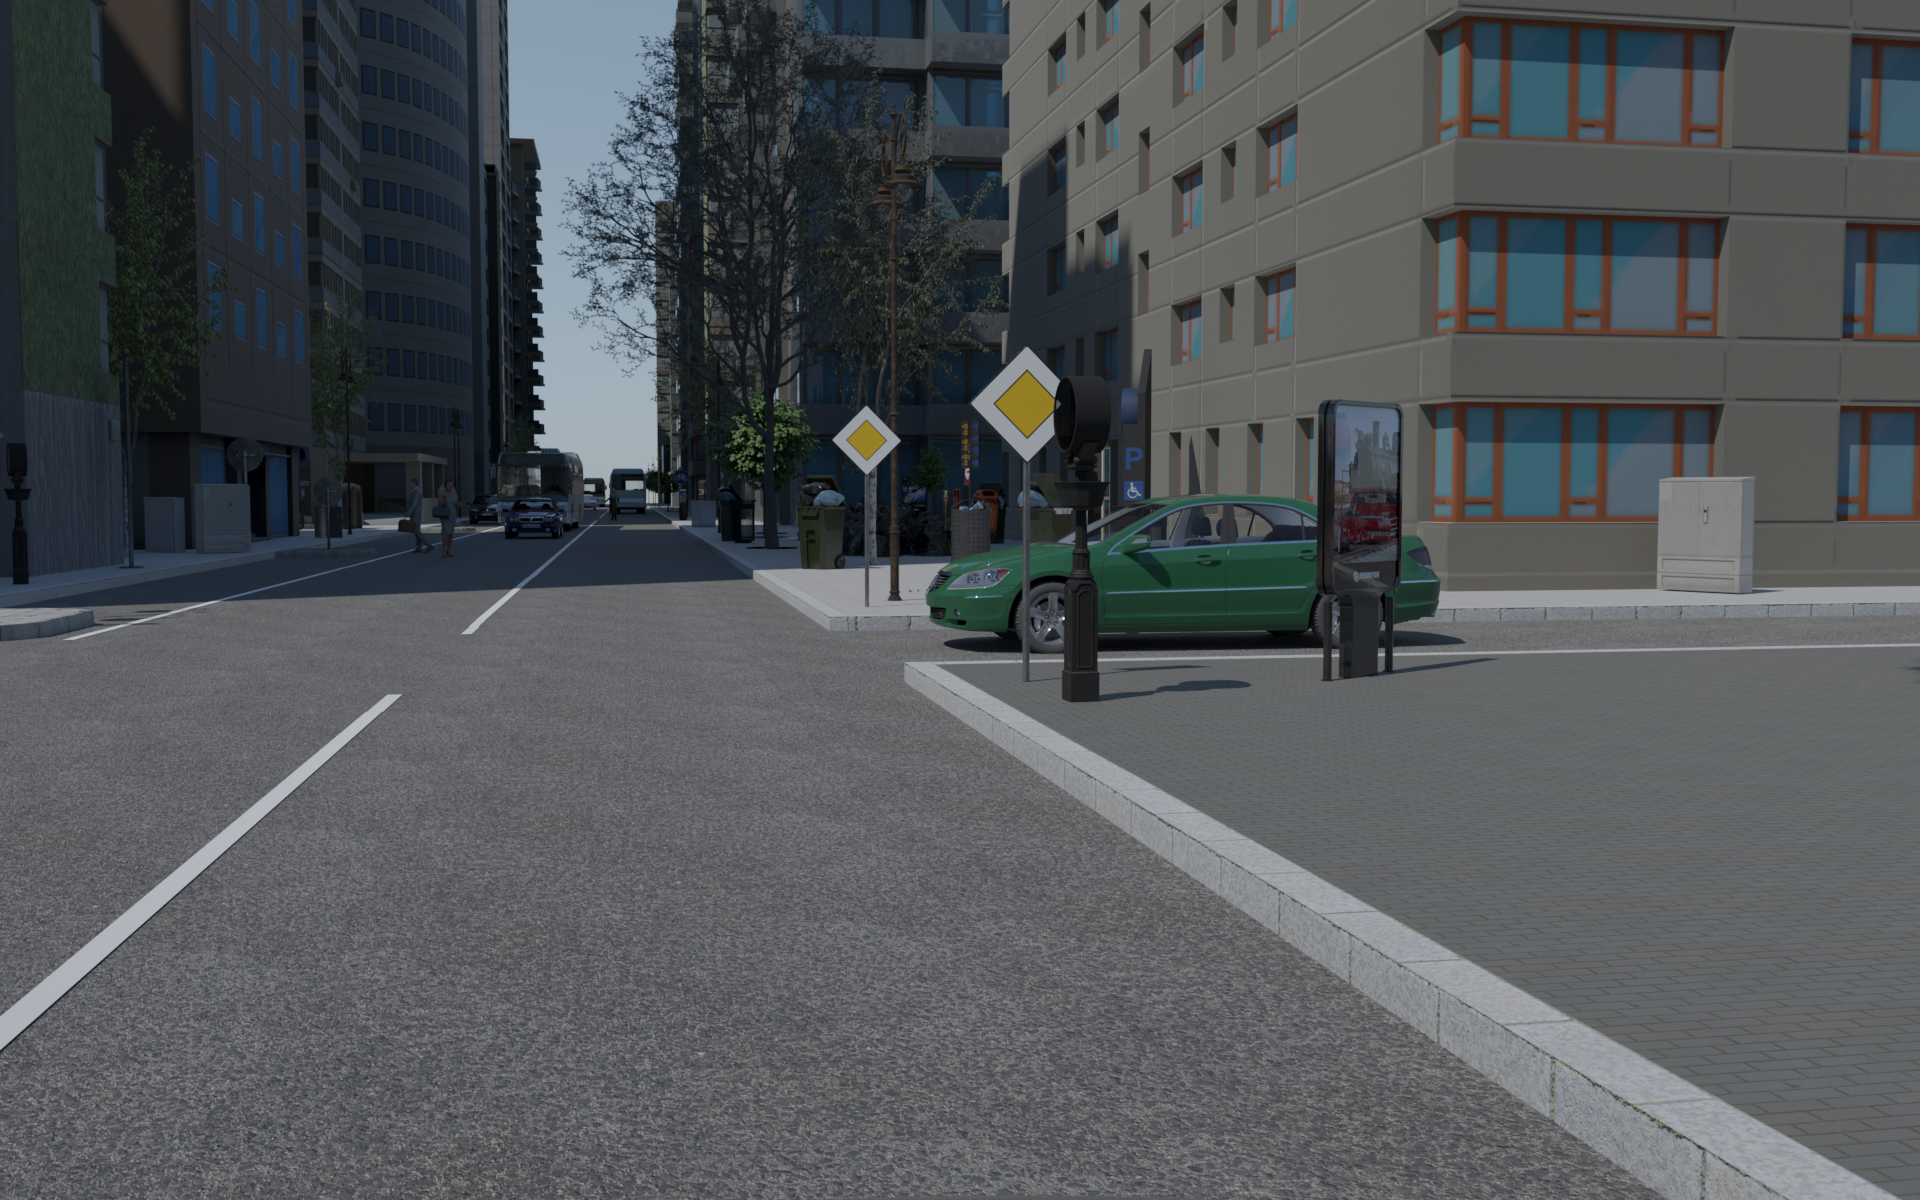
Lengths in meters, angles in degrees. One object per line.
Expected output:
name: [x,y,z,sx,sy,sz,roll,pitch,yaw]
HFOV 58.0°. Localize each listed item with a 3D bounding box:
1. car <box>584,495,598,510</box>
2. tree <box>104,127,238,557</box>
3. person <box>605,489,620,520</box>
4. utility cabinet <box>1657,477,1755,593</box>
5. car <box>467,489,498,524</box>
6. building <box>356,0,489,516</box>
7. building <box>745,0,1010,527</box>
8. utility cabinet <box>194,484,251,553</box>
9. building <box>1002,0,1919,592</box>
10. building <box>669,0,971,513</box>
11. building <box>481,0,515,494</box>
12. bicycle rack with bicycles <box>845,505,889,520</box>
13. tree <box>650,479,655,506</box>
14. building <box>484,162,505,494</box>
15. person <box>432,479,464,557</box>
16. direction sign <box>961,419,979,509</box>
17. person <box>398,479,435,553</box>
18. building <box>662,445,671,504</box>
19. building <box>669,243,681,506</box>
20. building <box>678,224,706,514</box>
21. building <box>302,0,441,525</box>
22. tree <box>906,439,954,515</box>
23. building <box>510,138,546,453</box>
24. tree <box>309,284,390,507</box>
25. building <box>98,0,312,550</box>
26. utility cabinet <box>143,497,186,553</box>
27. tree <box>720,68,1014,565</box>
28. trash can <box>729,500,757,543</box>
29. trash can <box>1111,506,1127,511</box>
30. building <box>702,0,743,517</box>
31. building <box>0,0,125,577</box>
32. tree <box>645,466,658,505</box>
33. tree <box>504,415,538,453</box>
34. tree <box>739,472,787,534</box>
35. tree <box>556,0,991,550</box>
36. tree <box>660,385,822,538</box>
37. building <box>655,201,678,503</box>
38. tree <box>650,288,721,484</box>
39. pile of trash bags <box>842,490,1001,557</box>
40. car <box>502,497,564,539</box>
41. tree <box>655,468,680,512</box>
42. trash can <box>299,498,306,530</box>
car: [-33.234,-8.646,153.716,2.083,1.381,4.827,-1,4,-12]
tree: [-17.049,-5.203,35.434,4.737,8.622,4.395,0,3,0]
person: [-19.090,-5.253,95.109,0.721,1.736,1.217,2,4,28]
utility cabinet: [9.702,-0.850,22.572,0.318,1.500,1.173,-2,4,-34]
car: [-22.665,-4.501,83.376,2.009,1.686,4.222,-1,4,-12]
building: [-40.110,-34.251,102.007,21.231,58.520,28.212,-1,4,-11]
building: [0.744,-28.177,80.300,23.786,49.044,30.456,-1,4,-11]
utility cabinet: [-15.984,-1.768,37.580,0.318,1.500,1.173,2,4,30]
building: [17.998,-11.825,38.386,28.899,21.520,27.650,-1,4,-11]
building: [-13.857,-32.673,153.810,23.786,49.044,30.456,-1,4,-11]
building: [-55.781,-45.485,181.926,20.563,71.187,20.611,-1,4,-11]
bicycle rack with bicycles: [-3.152,-2.659,56.862,2.925,0.926,2.852,3,5,43]
tree: [-33.305,-11.962,190.185,1.663,3.219,1.824,0,3,0]
building: [-45.807,-22.784,144.225,14.160,30.474,14.107,-1,4,-11]
person: [-11.656,-1.867,39.391,0.532,1.782,0.716,3,5,40]
direction sign: [0.314,-3.724,52.882,0.379,3.537,0.876,-3,4,-37]
person: [-13.297,-2.060,42.305,0.853,1.813,0.709,-1,4,-19]
building: [-26.973,-55.609,221.871,22.319,86.520,31.000,-1,4,-11]
building: [-26.491,-26.242,200.752,14.160,30.474,14.107,-1,4,-11]
building: [-6.014,-17.160,125.599,27.650,21.520,28.899,-1,4,-11]
building: [-39.728,-23.418,74.761,32.217,40.220,23.993,-1,4,-11]
tree: [-1.081,-4.086,61.409,1.663,3.219,1.824,0,3,0]
building: [-61.360,-33.773,206.807,22.147,44.769,28.867,-1,4,-11]
tree: [-21.770,-6.701,59.917,4.737,8.622,4.395,0,3,0]
building: [-25.449,-24.092,44.013,14.600,45.320,14.200,-1,4,-11]
utility cabinet: [-17.422,-1.639,37.953,1.020,1.237,0.306,2,4,30]
tree: [-1.392,-4.940,31.137,4.360,8.622,3.978,0,3,0]
trash can: [-5.669,-2.057,45.283,0.748,1.137,0.748,0,3,0]
trash can: [2.208,-0.574,21.036,0.748,1.137,0.748,0,3,0]
building: [-8.222,-25.635,102.733,14.154,41.232,14.086,-1,4,-11]
building: [-20.936,-20.728,22.497,14.154,41.232,14.086,-1,4,-11]
tree: [-35.112,-13.166,198.969,4.285,4.588,4.351,0,3,0]
tree: [-40.446,-12.717,158.286,4.737,8.622,4.395,0,3,0]
tree: [-6.034,-3.745,55.829,1.663,3.219,1.824,0,3,0]
tree: [-4.556,-7.936,40.123,12.009,13.543,11.850,0,3,0]
tree: [-5.641,-4.093,50.641,4.285,4.588,4.351,0,3,0]
building: [-35.784,-34.305,244.478,14.154,41.232,14.086,-1,4,-11]
tree: [-8.580,-6.752,60.750,4.360,8.622,3.978,0,3,0]
pile of trash bags: [-0.765,-1.628,36.363,3.447,1.369,1.912,-1,4,-22]
car: [-13.933,-2.698,56.689,1.945,1.354,3.894,-1,4,-11]
tree: [-21.178,-8.085,126.784,1.663,3.219,1.824,0,3,0]
trash can: [-23.744,-3.069,61.833,0.748,1.137,0.748,0,3,0]
